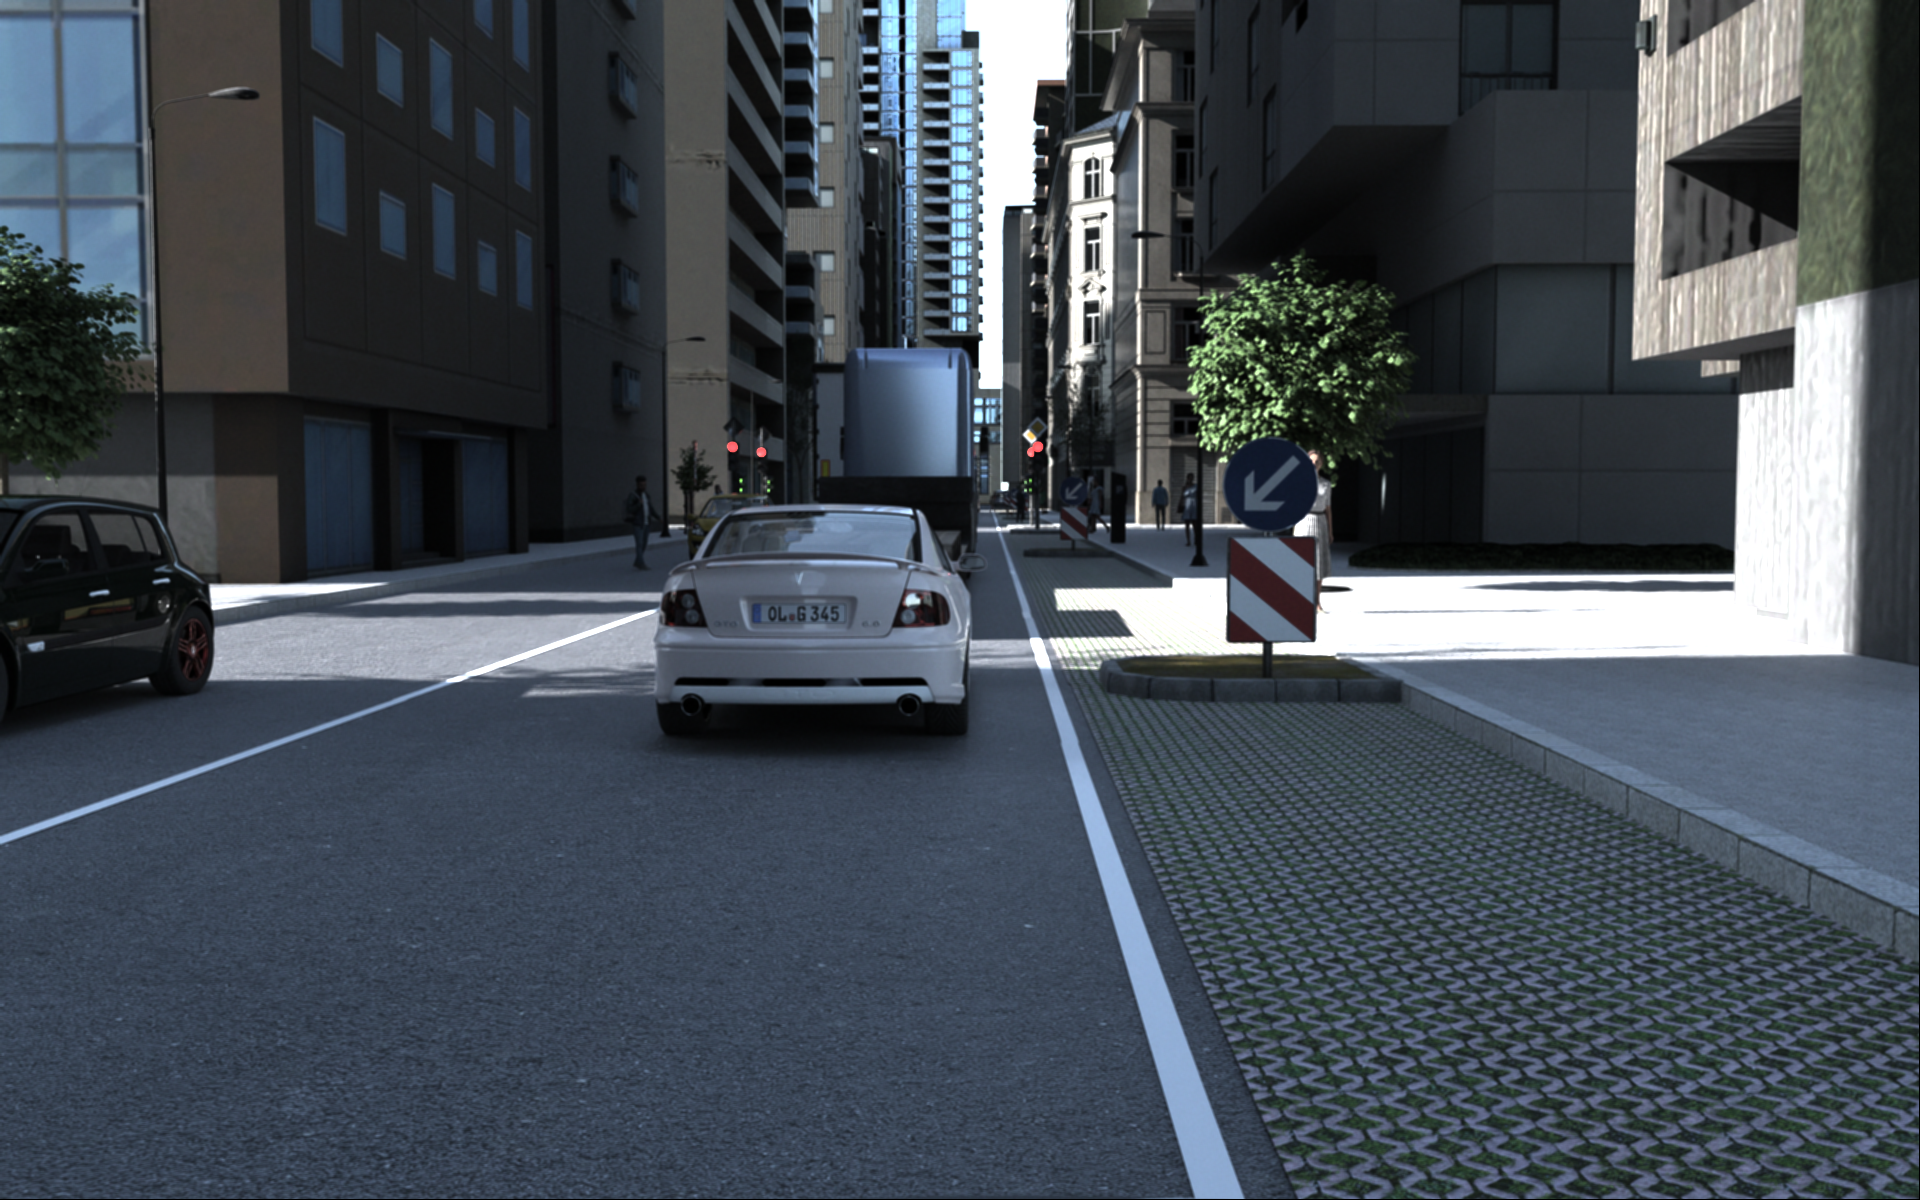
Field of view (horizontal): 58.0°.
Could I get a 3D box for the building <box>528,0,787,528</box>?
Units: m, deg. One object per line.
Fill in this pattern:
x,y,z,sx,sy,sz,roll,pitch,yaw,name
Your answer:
-20.106,-27.973,81.068,21.300,48.544,21.600,0,4,1,building

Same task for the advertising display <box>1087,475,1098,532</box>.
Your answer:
4.528,-3.309,59.312,0.123,1.923,0.974,-1,4,-10,advertising display

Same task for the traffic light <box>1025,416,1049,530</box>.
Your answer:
2.786,-4.507,62.614,0.839,4.253,0.868,0,4,1,traffic light

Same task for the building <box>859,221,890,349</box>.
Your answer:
-14.777,-25.069,181.585,14.160,30.474,14.107,0,4,1,building

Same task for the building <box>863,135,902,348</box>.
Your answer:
-14.528,-34.414,212.780,14.200,45.320,14.600,0,4,1,building

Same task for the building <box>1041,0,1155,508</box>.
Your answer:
17.964,-43.913,156.227,20.563,71.187,20.611,0,4,1,building

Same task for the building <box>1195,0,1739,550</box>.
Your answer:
21.031,-27.818,44.061,28.713,52.752,27.495,0,4,1,building

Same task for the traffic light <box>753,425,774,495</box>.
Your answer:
-8.049,-5.005,70.753,0.839,4.253,0.868,0,4,1,traffic light

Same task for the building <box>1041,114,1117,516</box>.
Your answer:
14.966,-21.225,123.451,17.030,29.872,44.131,0,4,1,building

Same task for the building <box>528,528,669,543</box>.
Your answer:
-20.799,-25.972,48.338,21.600,48.544,21.300,0,4,1,building

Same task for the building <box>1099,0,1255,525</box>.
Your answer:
21.878,-15.039,79.170,30.059,22.955,16.112,0,4,1,building

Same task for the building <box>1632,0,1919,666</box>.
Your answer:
14.224,-14.948,16.096,14.160,30.474,14.107,0,4,1,building

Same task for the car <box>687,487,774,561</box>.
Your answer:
-4.715,-1.631,36.894,2.015,1.641,3.980,0,4,0,car

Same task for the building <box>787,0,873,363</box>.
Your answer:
-23.045,-34.923,160.237,28.713,52.752,27.495,0,4,1,building

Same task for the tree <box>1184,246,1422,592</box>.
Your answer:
4.469,-2.405,23.031,4.285,4.588,4.351,0,3,0,tree

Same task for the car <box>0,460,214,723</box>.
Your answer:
-6.365,-0.076,11.032,2.009,1.686,4.222,0,4,2,car

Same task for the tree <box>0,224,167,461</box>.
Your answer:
-11.365,-2.265,20.743,4.285,4.588,4.351,0,3,0,tree

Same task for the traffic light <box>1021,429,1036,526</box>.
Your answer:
2.911,-4.996,70.598,0.839,4.253,0.868,0,4,1,traffic light

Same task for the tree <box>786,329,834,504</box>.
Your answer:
-8.805,-9.960,97.254,8.767,10.594,7.601,0,4,7,tree

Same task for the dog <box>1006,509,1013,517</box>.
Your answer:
3.085,-5.388,107.387,0.406,0.507,0.540,1,4,10,dog

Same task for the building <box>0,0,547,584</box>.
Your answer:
-16.121,-23.238,30.051,14.600,45.320,14.200,0,4,1,building

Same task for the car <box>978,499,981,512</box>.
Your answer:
0.622,-7.631,137.136,2.083,1.381,4.827,0,4,0,car

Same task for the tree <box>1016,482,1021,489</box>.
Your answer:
7.495,-13.259,211.381,1.663,3.219,1.824,0,3,0,tree

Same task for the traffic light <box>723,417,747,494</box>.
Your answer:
-8.174,-4.517,62.769,0.839,4.253,0.868,0,4,1,traffic light

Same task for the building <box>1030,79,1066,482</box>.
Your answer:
18.619,-32.238,181.719,22.147,44.769,28.867,0,4,1,building

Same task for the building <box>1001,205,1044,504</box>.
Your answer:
12.697,-33.869,237.353,14.086,41.232,14.154,0,4,1,building

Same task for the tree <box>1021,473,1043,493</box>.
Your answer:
6.703,-9.955,157.372,1.663,3.219,1.824,0,3,0,tree

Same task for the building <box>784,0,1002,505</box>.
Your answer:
-9.784,-56.723,240.096,31.000,86.520,22.319,0,4,1,building

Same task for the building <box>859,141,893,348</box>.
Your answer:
-14.997,-31.299,195.332,14.154,41.232,14.086,0,4,1,building

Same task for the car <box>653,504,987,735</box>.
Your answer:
-0.856,0.041,11.686,2.083,1.381,4.827,0,4,0,car

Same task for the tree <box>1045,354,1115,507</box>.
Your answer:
6.336,-8.639,91.608,4.360,8.622,3.978,0,3,0,tree
